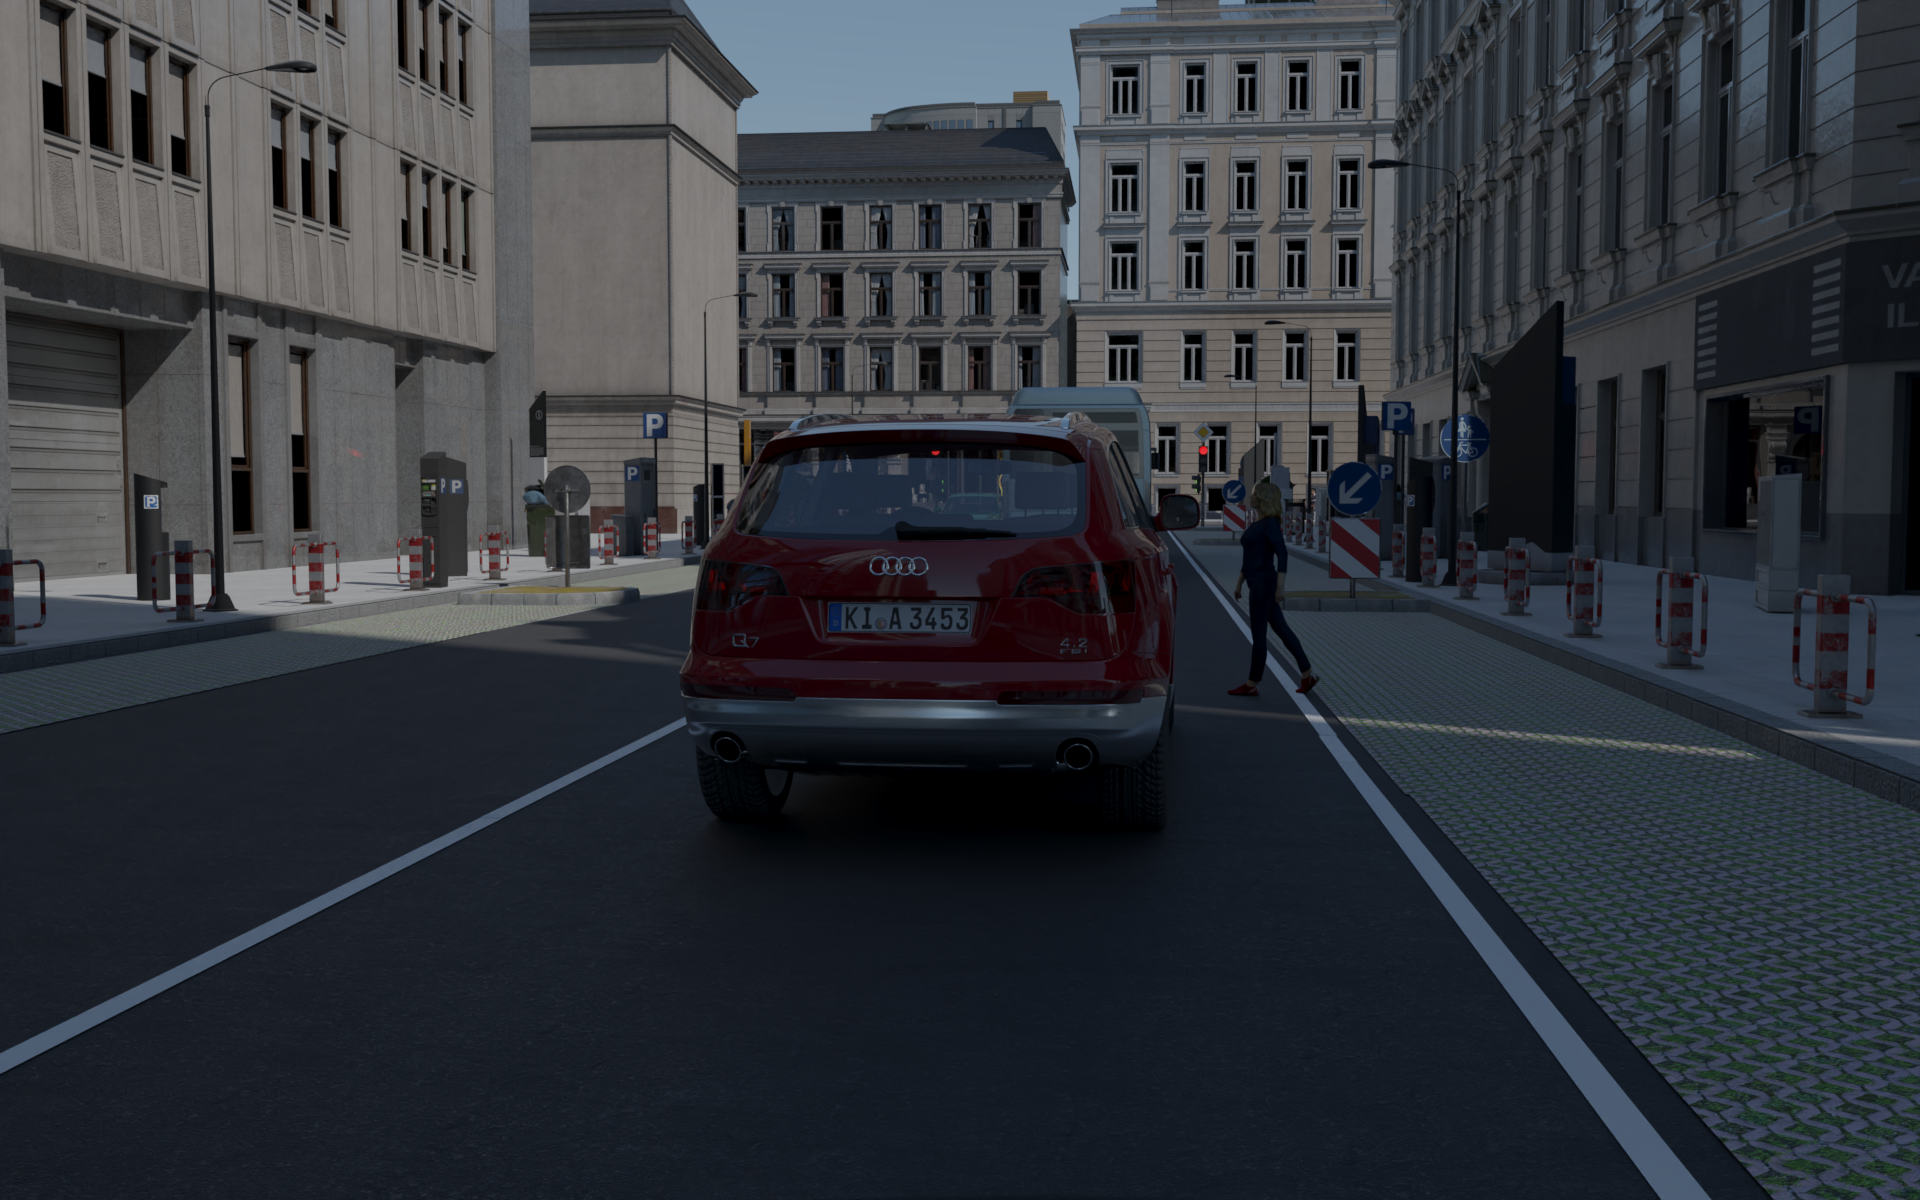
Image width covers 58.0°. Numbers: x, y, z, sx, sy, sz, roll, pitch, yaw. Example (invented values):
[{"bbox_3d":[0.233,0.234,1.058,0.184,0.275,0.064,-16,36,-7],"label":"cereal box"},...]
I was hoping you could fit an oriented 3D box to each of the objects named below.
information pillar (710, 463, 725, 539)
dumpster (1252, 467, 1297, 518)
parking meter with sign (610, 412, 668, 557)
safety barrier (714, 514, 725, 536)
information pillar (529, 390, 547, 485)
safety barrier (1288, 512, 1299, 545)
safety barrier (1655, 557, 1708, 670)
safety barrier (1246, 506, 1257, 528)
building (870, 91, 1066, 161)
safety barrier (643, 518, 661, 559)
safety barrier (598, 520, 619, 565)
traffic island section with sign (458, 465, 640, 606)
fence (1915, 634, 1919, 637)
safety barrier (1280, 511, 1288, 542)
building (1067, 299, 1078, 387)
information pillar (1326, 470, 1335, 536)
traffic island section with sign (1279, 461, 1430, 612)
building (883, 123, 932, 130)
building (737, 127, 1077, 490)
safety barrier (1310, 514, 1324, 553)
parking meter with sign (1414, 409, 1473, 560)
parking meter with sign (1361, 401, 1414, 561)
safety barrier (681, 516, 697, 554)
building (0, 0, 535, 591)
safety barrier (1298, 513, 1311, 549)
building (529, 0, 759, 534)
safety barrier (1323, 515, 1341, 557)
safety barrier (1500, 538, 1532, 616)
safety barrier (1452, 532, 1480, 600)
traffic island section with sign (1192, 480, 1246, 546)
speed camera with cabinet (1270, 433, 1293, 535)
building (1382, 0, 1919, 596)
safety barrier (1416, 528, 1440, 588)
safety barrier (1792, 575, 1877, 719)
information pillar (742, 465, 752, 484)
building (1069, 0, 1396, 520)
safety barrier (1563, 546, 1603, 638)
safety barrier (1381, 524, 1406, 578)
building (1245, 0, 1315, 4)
[{"bbox_3d":[-5.780,-2.250,41.286,0.304,2.012,0.304,-1,4,-15],"label":"information pillar"},{"bbox_3d":[11.492,-3.723,63.366,1.502,2.255,1.985,0,4,6],"label":"dumpster"},{"bbox_3d":[-6.741,-2.449,36.308,0.543,3.016,1.738,1,4,16],"label":"parking meter with sign"},{"bbox_3d":[-5.475,-1.550,39.613,0.300,0.817,1.120,0,4,6],"label":"safety barrier"},{"bbox_3d":[-9.543,-2.930,39.255,0.504,3.616,0.183,2,4,33],"label":"information pillar"},{"bbox_3d":[8.460,-1.772,43.252,0.300,0.817,1.120,0,4,6],"label":"safety barrier"},{"bbox_3d":[5.295,0.095,12.727,0.300,0.817,1.120,0,4,6],"label":"safety barrier"},{"bbox_3d":[10.473,-2.961,62.691,0.300,0.817,1.120,0,4,6],"label":"safety barrier"},{"bbox_3d":[1.390,-43.751,257.323,28.212,58.520,21.231,0,4,6],"label":"building"},{"bbox_3d":[-6.052,-1.209,34.050,0.300,0.817,1.120,0,4,6],"label":"safety barrier"},{"bbox_3d":[-6.341,-1.039,31.269,0.300,0.817,1.120,0,4,6],"label":"safety barrier"},{"bbox_3d":[-5.374,-0.884,23.083,1.989,1.847,2.006,0,4,6],"label":"traffic island section with sign"},{"bbox_3d":[8.467,0.047,14.615,0.278,0.683,2.069,1,4,17],"label":"fence"},{"bbox_3d":[8.743,-1.942,46.026,0.300,0.817,1.120,0,4,6],"label":"safety barrier"},{"bbox_3d":[22.132,-29.440,253.049,14.107,30.474,14.160,0,4,6],"label":"building"},{"bbox_3d":[11.325,-2.947,52.677,0.304,2.012,0.304,0,4,-7],"label":"information pillar"},{"bbox_3d":[4.776,-0.810,21.876,1.989,1.847,2.006,0,4,6],"label":"traffic island section with sign"},{"bbox_3d":[-1.091,-31.128,192.544,14.154,41.232,14.086,0,4,6],"label":"building"},{"bbox_3d":[-14.124,-14.907,94.634,40.483,20.767,10.553,0,4,6],"label":"building"},{"bbox_3d":[7.886,-1.433,37.703,0.300,0.817,1.120,0,4,6],"label":"safety barrier"},{"bbox_3d":[9.431,-2.336,34.459,0.543,3.016,1.738,-2,4,-32],"label":"parking meter with sign"},{"bbox_3d":[8.156,-2.276,33.472,0.543,3.016,1.738,0,4,-3],"label":"parking meter with sign"},{"bbox_3d":[-5.764,-1.380,36.834,0.300,0.817,1.120,0,4,6],"label":"safety barrier"},{"bbox_3d":[-17.145,-13.060,31.550,12.078,24.808,19.932,0,4,6],"label":"building"},{"bbox_3d":[8.172,-1.603,40.477,0.300,0.817,1.120,0,4,6],"label":"safety barrier"},{"bbox_3d":[-17.644,-12.001,60.848,19.286,19.102,10.561,0,4,6],"label":"building"},{"bbox_3d":[7.593,-1.263,34.930,0.300,0.817,1.120,0,4,6],"label":"safety barrier"},{"bbox_3d":[5.874,-0.245,18.274,0.300,0.817,1.120,0,4,6],"label":"safety barrier"},{"bbox_3d":[6.159,-0.414,21.049,0.300,0.817,1.120,0,4,6],"label":"safety barrier"},{"bbox_3d":[7.555,-2.450,48.689,1.989,1.847,2.006,0,4,6],"label":"traffic island section with sign"},{"bbox_3d":[10.326,-3.742,55.511,0.660,3.252,2.038,0,4,7],"label":"speed camera with cabinet"},{"bbox_3d":[21.107,-16.097,39.597,17.030,29.872,44.131,0,4,6],"label":"building"},{"bbox_3d":[6.445,-0.584,23.823,0.300,0.817,1.120,0,4,6],"label":"safety barrier"},{"bbox_3d":[5.011,0.264,9.953,0.300,0.817,1.120,0,4,6],"label":"safety barrier"},{"bbox_3d":[-5.312,-2.384,43.476,0.304,2.012,0.304,-1,4,-10],"label":"information pillar"},{"bbox_3d":[16.136,-18.749,92.449,20.117,28.700,13.634,0,4,6],"label":"building"},{"bbox_3d":[5.584,-0.075,15.501,0.300,0.817,1.120,0,4,6],"label":"safety barrier"},{"bbox_3d":[6.732,-0.754,26.597,0.300,0.817,1.120,0,4,6],"label":"safety barrier"},{"bbox_3d":[37.746,-45.230,177.762,20.563,71.187,20.611,0,4,6],"label":"building"}]
